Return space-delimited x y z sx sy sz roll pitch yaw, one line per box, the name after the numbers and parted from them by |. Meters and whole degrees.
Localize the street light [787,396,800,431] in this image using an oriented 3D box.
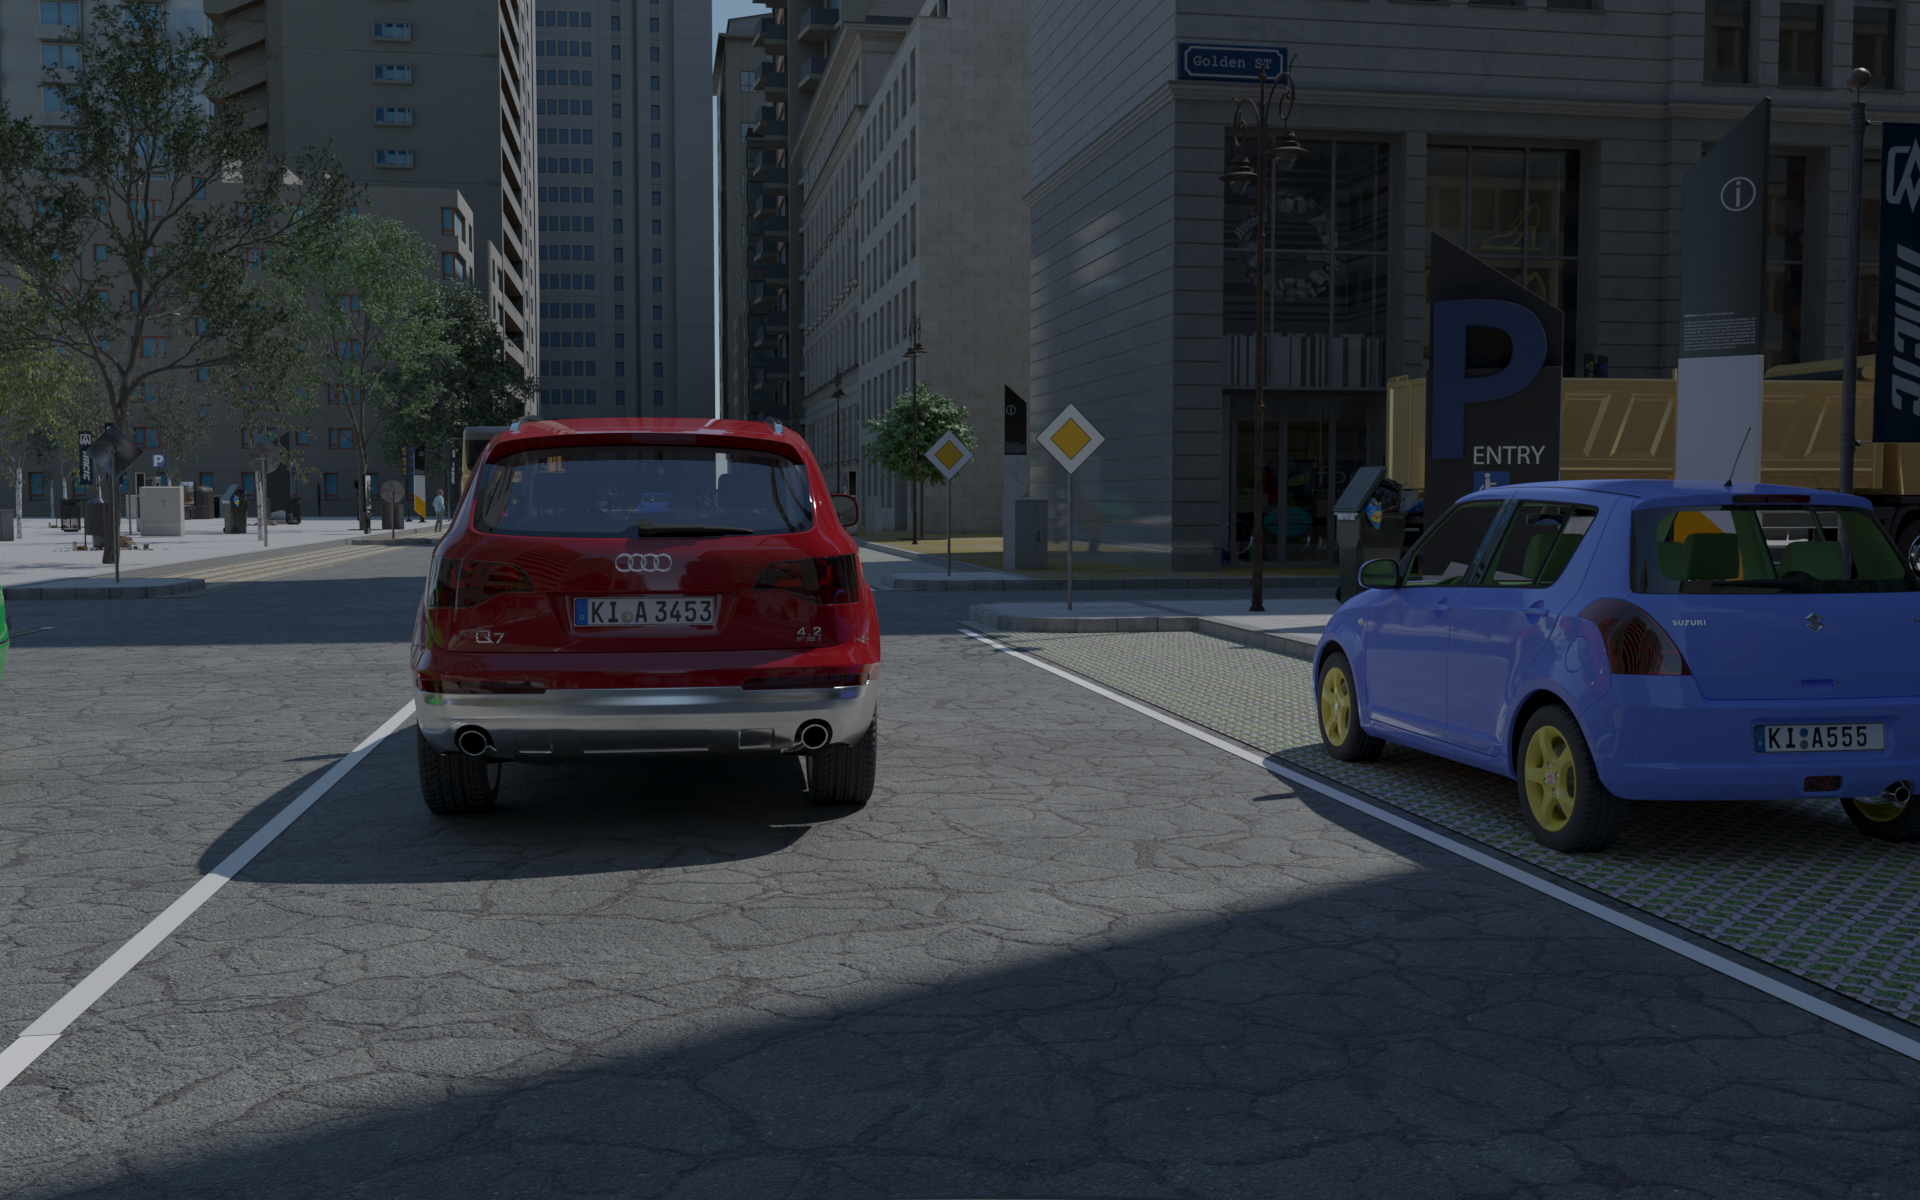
-7.839 -6.659 81.659 0.468 5.910 1.993 -1 4 -10 | street light

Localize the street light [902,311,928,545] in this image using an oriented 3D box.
-1.144 -4.351 43.922 0.468 5.910 1.993 -1 4 -10 | street light

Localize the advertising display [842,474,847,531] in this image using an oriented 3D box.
-3.632 -3.068 55.372 0.123 1.923 0.974 -1 4 -11 | advertising display

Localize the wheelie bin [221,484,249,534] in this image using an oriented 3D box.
-23.460 -2.945 56.066 0.980 1.594 0.693 3 5 42 | wheelie bin

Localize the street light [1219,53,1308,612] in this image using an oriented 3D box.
3.252 -2.813 18.786 0.468 5.910 1.993 -1 4 -10 | street light

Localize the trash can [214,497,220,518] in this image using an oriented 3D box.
-39.433 -4.884 91.505 0.748 1.137 0.748 0 3 0 | trash can

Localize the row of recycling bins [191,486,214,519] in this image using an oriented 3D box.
-38.926 -5.012 89.056 1.069 1.692 3.534 -1 4 -20 | row of recycling bins

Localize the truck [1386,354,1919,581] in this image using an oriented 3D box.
11.172 -1.763 24.744 9.791 3.379 3.469 -1 4 -9 | truck

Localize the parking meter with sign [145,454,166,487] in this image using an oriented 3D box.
-35.138 -4.838 75.369 0.543 3.016 1.738 0 4 -5 | parking meter with sign

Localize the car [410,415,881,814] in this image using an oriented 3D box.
-1.628 -0.045 9.406 2.281 1.827 5.304 -1 4 -8 | car

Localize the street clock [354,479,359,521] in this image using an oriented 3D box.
-28.793 -4.800 83.053 0.471 2.002 0.358 1 4 9 | street clock

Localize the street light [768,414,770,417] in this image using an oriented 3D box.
-11.110 -7.814 100.541 0.468 5.910 1.993 -1 4 -10 | street light

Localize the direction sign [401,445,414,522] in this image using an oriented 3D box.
-25.440 -5.373 79.850 0.876 3.537 0.379 2 4 33 | direction sign

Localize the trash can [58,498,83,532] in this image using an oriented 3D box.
-29.954 -2.855 58.332 0.748 1.137 0.748 0 3 0 | trash can

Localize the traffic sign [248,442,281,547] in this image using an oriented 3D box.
-16.919 -2.571 42.145 0.768 2.556 0.104 0 4 -5 | traffic sign

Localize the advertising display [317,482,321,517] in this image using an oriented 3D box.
-35.659 -5.578 96.415 0.123 1.923 0.974 -1 4 -17 | advertising display

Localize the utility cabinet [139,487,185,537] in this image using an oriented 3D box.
-23.741 -2.621 51.527 1.173 1.500 0.318 0 4 -3 | utility cabinet

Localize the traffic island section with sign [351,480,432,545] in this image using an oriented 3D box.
-16.125 -2.484 49.239 1.989 1.847 2.006 -1 4 -10 | traffic island section with sign

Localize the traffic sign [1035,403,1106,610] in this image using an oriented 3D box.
1.213 -0.946 19.116 0.795 2.450 0.064 -1 4 -10 | traffic sign

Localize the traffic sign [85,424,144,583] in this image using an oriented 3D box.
-12.139 -1.300 24.895 0.795 2.450 0.064 -1 4 -10 | traffic sign

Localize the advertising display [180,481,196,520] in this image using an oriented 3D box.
-38.235 -4.921 85.675 0.974 1.923 0.123 1 4 16 | advertising display

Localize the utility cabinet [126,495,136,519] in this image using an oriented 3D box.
-41.780 -4.697 87.963 1.020 1.237 0.306 -2 4 -29 | utility cabinet

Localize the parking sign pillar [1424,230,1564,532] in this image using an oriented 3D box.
5.383 -1.774 17.484 1.447 3.967 1.447 1 4 21 | parking sign pillar

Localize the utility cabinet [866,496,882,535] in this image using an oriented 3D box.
-2.732 -2.672 54.841 0.306 1.237 1.020 1 4 11 | utility cabinet

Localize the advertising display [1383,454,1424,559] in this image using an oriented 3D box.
7.225 -1.388 27.902 0.974 1.923 0.123 -2 4 -24 | advertising display

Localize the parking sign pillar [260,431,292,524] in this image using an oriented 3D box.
-29.302 -5.236 74.083 1.447 3.967 1.447 -1 4 -14 | parking sign pillar

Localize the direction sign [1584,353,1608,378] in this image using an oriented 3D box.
10.324 -2.215 28.219 0.379 3.537 0.876 3 5 42 | direction sign

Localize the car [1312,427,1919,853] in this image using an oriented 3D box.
2.984 0.079 8.293 1.945 1.707 3.694 -1 4 -9 | car

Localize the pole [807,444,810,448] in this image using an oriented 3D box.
-6.268 -4.732 71.204 0.158 3.312 0.155 0 3 0 | pole

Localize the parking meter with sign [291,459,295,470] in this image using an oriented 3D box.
-33.260 -5.425 84.955 0.543 3.016 1.738 0 4 5 | parking meter with sign

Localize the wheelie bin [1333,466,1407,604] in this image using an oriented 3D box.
4.747 -0.743 20.051 0.693 1.594 0.980 -1 4 -14 | wheelie bin

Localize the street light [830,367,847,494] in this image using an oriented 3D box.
-4.415 -5.506 62.804 0.468 5.910 1.993 -1 4 -10 | street light

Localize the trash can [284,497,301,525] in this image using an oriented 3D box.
-27.864 -3.713 72.365 0.748 1.137 0.748 0 3 0 | trash can

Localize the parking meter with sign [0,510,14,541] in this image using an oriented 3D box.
-26.342 -3.066 46.392 0.543 3.016 1.738 2 4 33 | parking meter with sign

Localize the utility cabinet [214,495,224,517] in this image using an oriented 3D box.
-40.649 -5.155 95.446 0.306 1.237 1.020 2 4 32 | utility cabinet

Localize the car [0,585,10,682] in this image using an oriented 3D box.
-6.031 0.051 7.966 1.959 1.807 4.718 -1 4 -9 | car

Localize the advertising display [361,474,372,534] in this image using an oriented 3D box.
-19.059 -3.085 55.649 0.123 1.923 0.974 -1 4 -9 | advertising display

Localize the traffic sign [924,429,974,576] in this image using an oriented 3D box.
-0.176 -1.427 26.979 0.795 2.450 0.064 -1 4 -10 | traffic sign

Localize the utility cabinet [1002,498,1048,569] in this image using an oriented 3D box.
1.139 -1.148 29.926 0.306 1.237 1.020 2 4 35 | utility cabinet

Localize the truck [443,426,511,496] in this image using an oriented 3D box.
-13.360 -3.440 52.164 3.469 3.379 9.791 -1 4 -11 | truck
